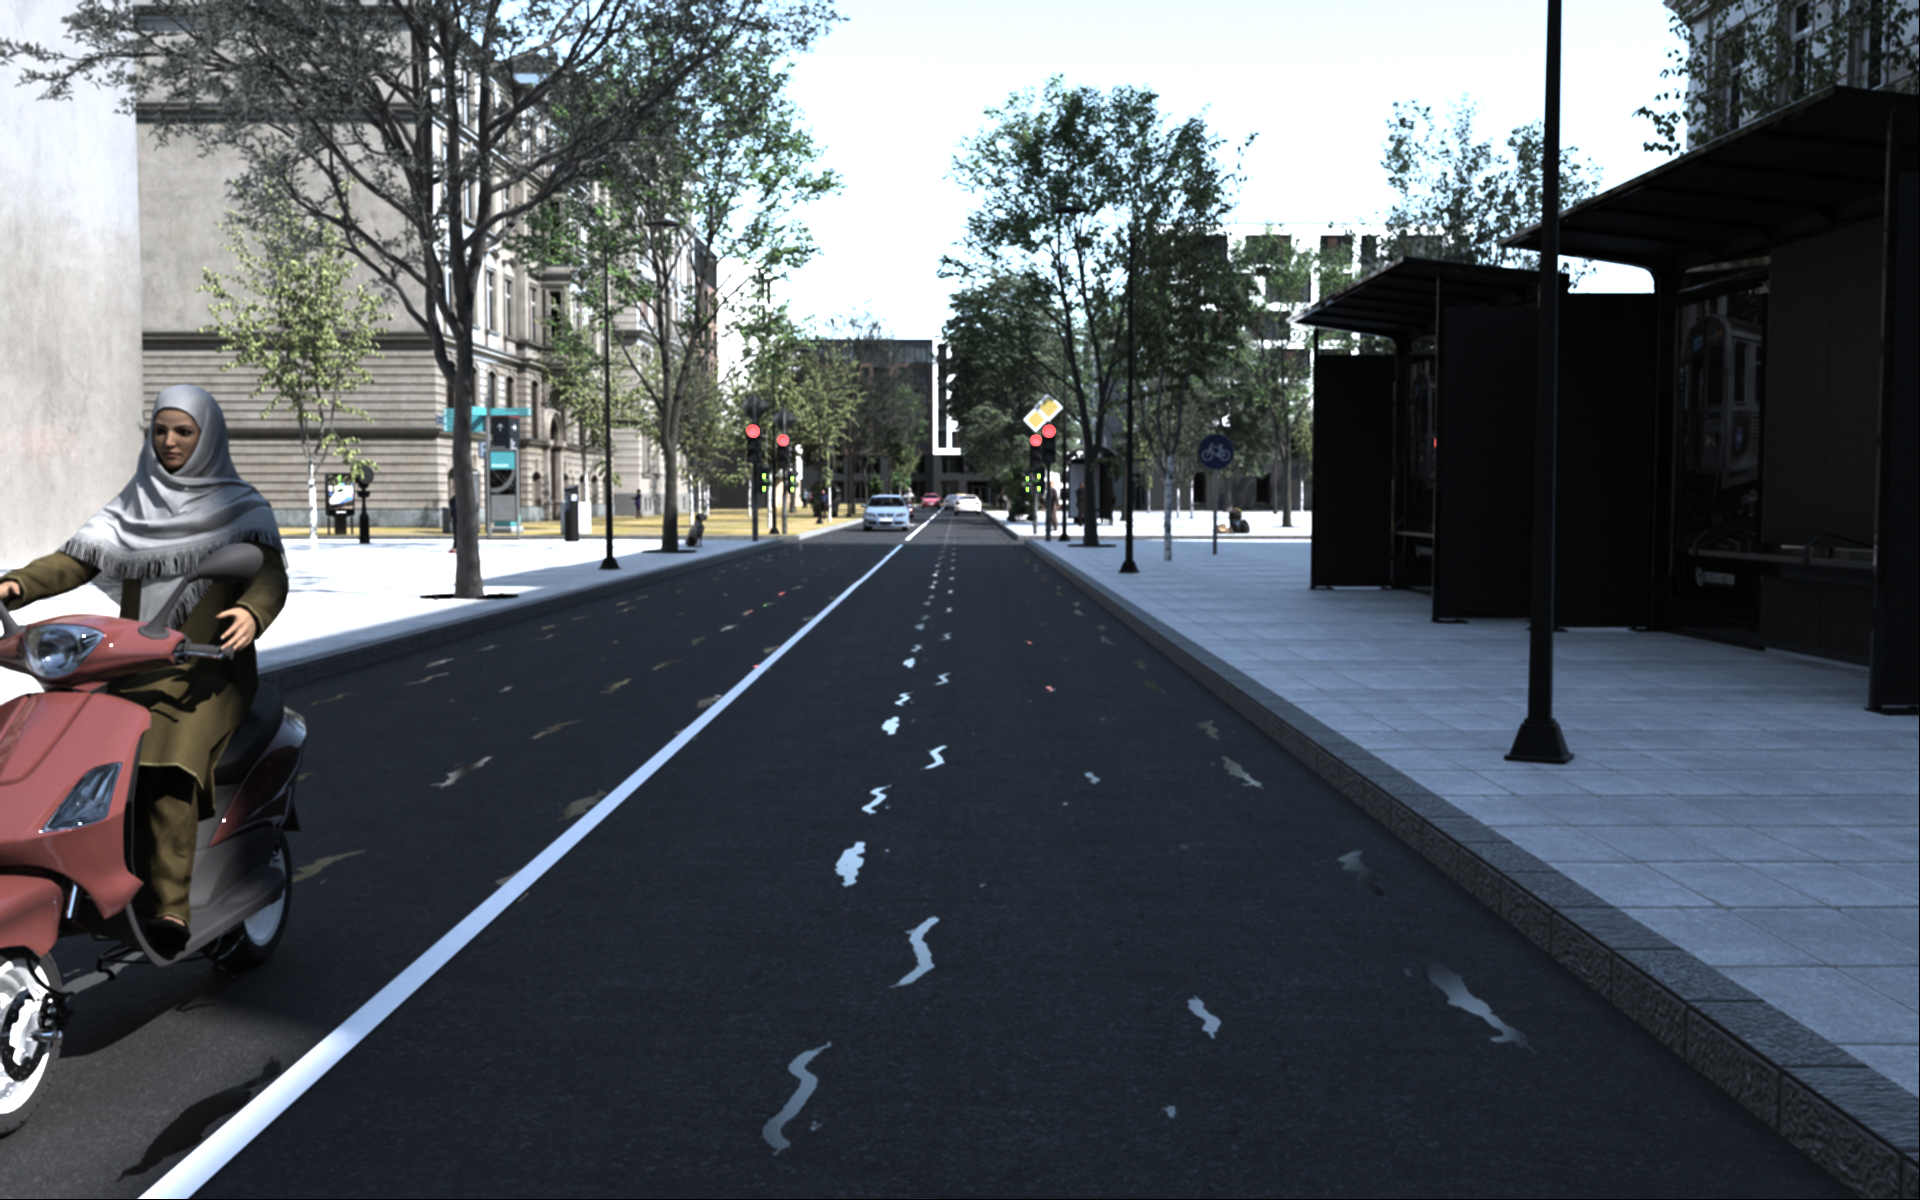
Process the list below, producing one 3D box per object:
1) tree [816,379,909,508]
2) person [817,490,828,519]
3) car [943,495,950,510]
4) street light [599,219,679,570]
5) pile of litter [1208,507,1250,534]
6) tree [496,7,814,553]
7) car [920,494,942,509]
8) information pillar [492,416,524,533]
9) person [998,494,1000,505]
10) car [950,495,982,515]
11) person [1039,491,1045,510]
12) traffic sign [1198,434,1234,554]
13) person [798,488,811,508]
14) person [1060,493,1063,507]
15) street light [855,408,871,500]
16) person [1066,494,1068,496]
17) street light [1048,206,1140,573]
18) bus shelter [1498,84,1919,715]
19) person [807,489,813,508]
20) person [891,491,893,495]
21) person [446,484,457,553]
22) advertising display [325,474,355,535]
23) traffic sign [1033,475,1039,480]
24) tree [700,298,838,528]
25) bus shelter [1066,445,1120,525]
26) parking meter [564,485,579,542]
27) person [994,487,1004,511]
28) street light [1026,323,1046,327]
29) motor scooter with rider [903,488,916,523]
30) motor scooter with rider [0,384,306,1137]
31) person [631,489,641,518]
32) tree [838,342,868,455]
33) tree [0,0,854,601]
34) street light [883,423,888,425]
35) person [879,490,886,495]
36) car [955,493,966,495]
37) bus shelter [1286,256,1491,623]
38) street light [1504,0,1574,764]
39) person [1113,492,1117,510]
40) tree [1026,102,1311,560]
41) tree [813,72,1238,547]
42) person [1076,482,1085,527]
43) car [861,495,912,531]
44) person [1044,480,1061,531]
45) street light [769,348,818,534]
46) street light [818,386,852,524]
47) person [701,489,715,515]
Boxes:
[{"bbox_3d":[-7.253,-11.984,130.355,7.601,10.594,8.767,2,4,32],"label":"tree"},{"bbox_3d":[-6.998,-4.828,87.676,0.574,1.496,0.600,3,5,44],"label":"person"},{"bbox_3d":[-0.549,-9.073,160.700,2.083,1.381,4.827,0,4,0],"label":"car"},{"bbox_3d":[-5.447,-3.479,29.425,1.470,5.913,1.316,0,3,0],"label":"street light"},{"bbox_3d":[8.747,-2.596,56.401,1.719,0.858,1.176,-2,4,-28],"label":"pile of litter"},{"bbox_3d":[-6.279,-6.839,37.570,9.928,11.665,9.643,0,3,0],"label":"tree"},{"bbox_3d":[-2.855,-9.853,170.136,2.155,1.783,4.494,0,4,-1],"label":"car"},{"bbox_3d":[-14.909,-4.133,56.955,0.750,3.857,0.750,1,4,18],"label":"information pillar"},{"bbox_3d":[4.467,-11.599,196.628,0.436,1.711,0.756,0,3,0],"label":"person"},{"bbox_3d":[0.516,-6.586,120.038,2.083,1.381,4.827,0,3,0],"label":"car"},{"bbox_3d":[6.434,-7.957,136.922,0.721,1.735,1.217,-1,4,-11],"label":"person"},{"bbox_3d":[5.417,-2.240,36.735,0.768,2.556,0.104,0,4,4],"label":"traffic sign"},{"bbox_3d":[-13.887,-9.098,154.785,1.348,1.826,0.705,1,4,19],"label":"person"},{"bbox_3d":[10.181,-9.964,172.193,0.421,1.427,0.697,3,4,36],"label":"person"},{"bbox_3d":[-5.488,-7.420,93.851,1.470,5.913,1.316,0,3,0],"label":"street light"},{"bbox_3d":[12.716,-11.958,202.268,1.217,1.735,0.721,-3,5,-39],"label":"person"},{"bbox_3d":[2.216,-3.396,28.066,1.470,5.913,1.316,0,3,0],"label":"street light"},{"bbox_3d":[5.861,-1.334,13.097,1.731,3.624,6.357,0,4,0],"label":"bus shelter"},{"bbox_3d":[-13.668,-9.337,159.388,0.721,1.739,1.217,3,5,40],"label":"person"},{"bbox_3d":[-6.803,-9.852,167.568,0.568,1.767,0.683,0,4,2],"label":"person"},{"bbox_3d":[-10.825,-1.773,37.570,0.613,1.512,0.480,-3,5,-41],"label":"person"},{"bbox_3d":[-19.589,-3.028,54.728,0.123,1.923,0.974,2,4,35],"label":"advertising display"},{"bbox_3d":[4.951,-7.163,117.222,0.768,2.556,0.104,0,4,7],"label":"traffic sign"},{"bbox_3d":[-7.299,-7.042,65.504,4.737,8.622,4.395,0,3,0],"label":"tree"},{"bbox_3d":[5.535,-4.880,73.712,2.014,3.302,5.546,0,4,0],"label":"bus shelter"},{"bbox_3d":[-10.477,-2.343,46.713,0.372,1.533,0.369,0,3,0],"label":"parking meter"},{"bbox_3d":[3.327,-7.888,135.148,1.348,1.807,0.705,0,4,7],"label":"person"},{"bbox_3d":[2.311,-4.565,47.175,1.470,5.913,1.316,0,3,0],"label":"street light"},{"bbox_3d":[-2.571,-4.668,85.284,0.876,1.779,1.986,0,4,1],"label":"motor scooter with rider"},{"bbox_3d":[-2.211,0.265,4.636,0.876,1.779,1.986,0,4,0],"label":"motor scooter with rider"},{"bbox_3d":[-17.290,-5.142,92.480,0.546,1.535,0.453,0,4,-7],"label":"person"},{"bbox_3d":[-6.316,-7.965,80.598,4.737,8.622,4.395,0,3,0],"label":"tree"},{"bbox_3d":[-6.190,-6.764,20.966,12.009,13.543,11.850,0,3,0],"label":"tree"},{"bbox_3d":[-5.407,-8.620,113.470,1.470,5.913,1.316,0,3,0],"label":"street light"},{"bbox_3d":[-8.320,-10.870,184.494,1.217,1.735,0.721,-2,4,-27],"label":"person"},{"bbox_3d":[0.080,-10.353,179.498,2.015,1.641,3.980,0,4,1],"label":"car"},{"bbox_3d":[5.231,-1.771,20.238,1.731,3.624,6.357,0,3,0],"label":"bus shelter"},{"bbox_3d":[2.267,-2.182,8.223,1.470,5.913,1.316,0,3,0],"label":"street light"},{"bbox_3d":[12.432,-8.012,140.229,0.628,1.438,0.799,-2,4,-28],"label":"person"},{"bbox_3d":[4.073,-5.085,33.502,4.737,8.622,4.395,0,3,0],"label":"tree"},{"bbox_3d":[3.239,-7.113,42.048,9.928,11.665,9.643,0,3,0],"label":"tree"},{"bbox_3d":[4.878,-3.752,68.081,0.600,1.739,0.565,2,4,35],"label":"person"},{"bbox_3d":[-2.877,-3.434,68.154,2.014,1.417,4.499,0,4,-1],"label":"car"},{"bbox_3d":[3.177,-3.289,60.370,0.434,1.755,0.990,-2,4,-26],"label":"person"},{"bbox_3d":[-5.406,-5.061,55.280,1.470,5.913,1.316,0,3,0],"label":"street light"},{"bbox_3d":[-5.530,-6.251,74.742,1.470,5.913,1.316,0,3,0],"label":"street light"},{"bbox_3d":[-15.702,-6.100,107.734,0.963,1.587,0.435,1,4,9],"label":"person"}]
